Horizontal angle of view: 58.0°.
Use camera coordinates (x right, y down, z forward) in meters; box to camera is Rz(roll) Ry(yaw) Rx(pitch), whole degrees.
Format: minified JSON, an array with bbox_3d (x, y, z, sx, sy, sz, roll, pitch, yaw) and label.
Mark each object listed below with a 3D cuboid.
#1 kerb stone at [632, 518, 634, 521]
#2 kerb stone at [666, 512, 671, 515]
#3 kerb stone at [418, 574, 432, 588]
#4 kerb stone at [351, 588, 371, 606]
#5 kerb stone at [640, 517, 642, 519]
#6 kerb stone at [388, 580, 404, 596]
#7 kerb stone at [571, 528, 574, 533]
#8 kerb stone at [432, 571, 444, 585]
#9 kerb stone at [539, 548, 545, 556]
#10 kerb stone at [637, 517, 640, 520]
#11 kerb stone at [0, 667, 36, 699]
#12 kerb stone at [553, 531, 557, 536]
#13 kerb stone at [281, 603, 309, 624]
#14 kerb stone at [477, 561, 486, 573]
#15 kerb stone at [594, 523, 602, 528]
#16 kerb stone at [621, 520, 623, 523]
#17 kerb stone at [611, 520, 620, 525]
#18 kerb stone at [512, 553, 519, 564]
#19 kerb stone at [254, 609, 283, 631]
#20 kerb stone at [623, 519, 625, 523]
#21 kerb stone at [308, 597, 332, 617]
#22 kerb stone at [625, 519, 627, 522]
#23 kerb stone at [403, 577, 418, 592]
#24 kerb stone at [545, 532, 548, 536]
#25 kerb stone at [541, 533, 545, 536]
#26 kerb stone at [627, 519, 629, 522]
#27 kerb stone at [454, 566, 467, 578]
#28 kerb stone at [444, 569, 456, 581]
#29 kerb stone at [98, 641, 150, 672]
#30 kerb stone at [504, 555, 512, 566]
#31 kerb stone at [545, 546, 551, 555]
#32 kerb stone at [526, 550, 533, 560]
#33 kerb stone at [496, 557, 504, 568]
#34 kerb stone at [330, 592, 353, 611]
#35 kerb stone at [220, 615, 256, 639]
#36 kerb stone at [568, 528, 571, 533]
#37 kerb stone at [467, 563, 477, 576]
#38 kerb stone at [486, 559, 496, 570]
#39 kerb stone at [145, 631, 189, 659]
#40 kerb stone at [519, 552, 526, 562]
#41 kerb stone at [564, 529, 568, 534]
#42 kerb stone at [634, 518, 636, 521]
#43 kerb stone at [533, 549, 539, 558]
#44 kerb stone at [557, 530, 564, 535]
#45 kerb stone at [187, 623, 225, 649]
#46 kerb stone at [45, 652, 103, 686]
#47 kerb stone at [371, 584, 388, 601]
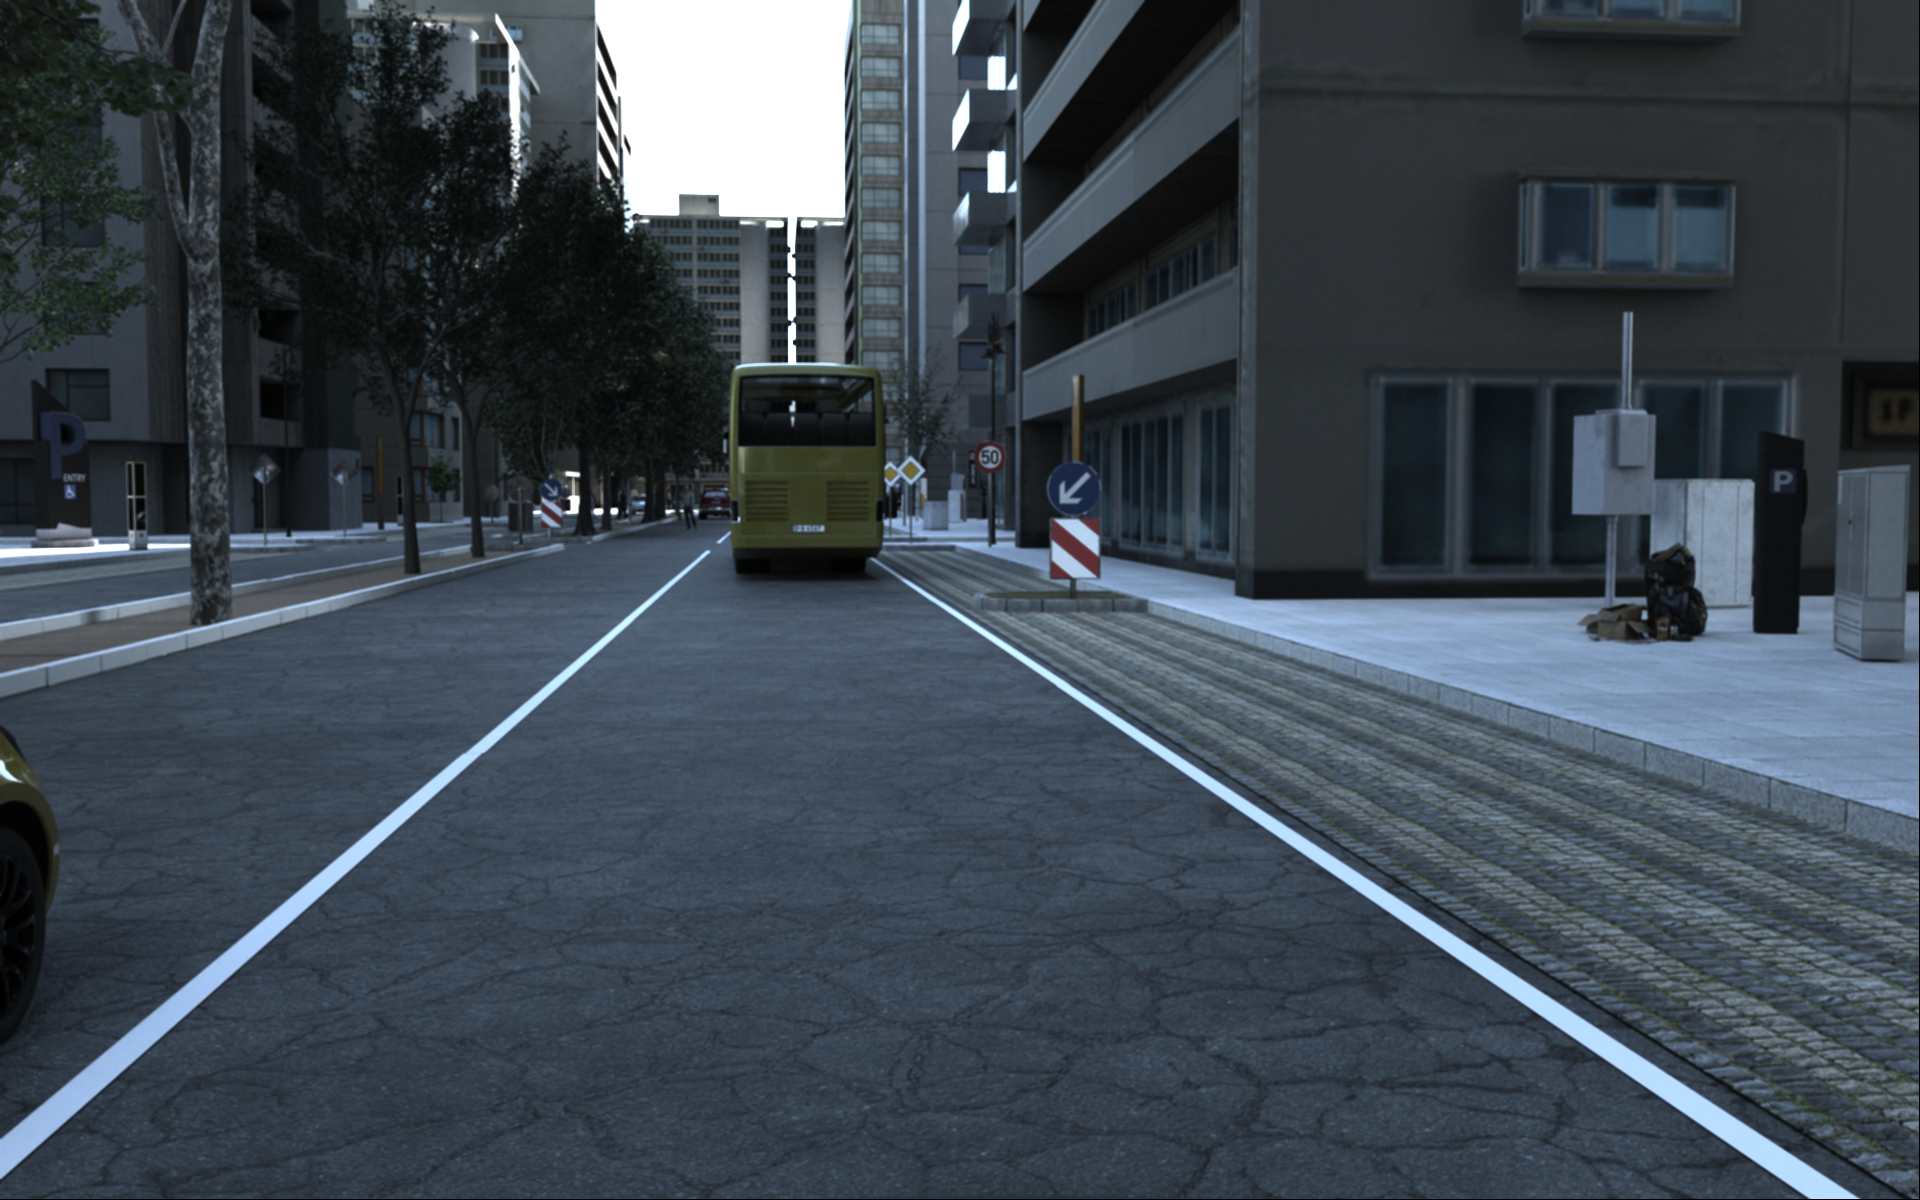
[{"bbox_3d":[-17.224,-4.153,90.189,0.120,0.150,1.000,0,4,-6],"label":"kerb stone"},{"bbox_3d":[-20.925,-6.277,124.832,0.120,0.150,1.000,0,4,-6],"label":"kerb stone"},{"bbox_3d":[-8.321,-0.272,26.636,0.120,0.150,1.000,0,4,-6],"label":"kerb stone"},{"bbox_3d":[-7.889,-0.023,22.570,0.120,0.150,1.000,0,4,-6],"label":"kerb stone"},{"bbox_3d":[-17.760,-4.469,95.286,0.120,0.150,1.000,0,4,-6],"label":"kerb stone"},{"bbox_3d":[-8.099,-0.147,24.604,0.120,0.150,1.000,0,4,-6],"label":"kerb stone"},{"bbox_3d":[-14.389,-2.534,63.682,0.120,0.150,1.000,0,4,-6],"label":"kerb stone"},{"bbox_3d":[-8.432,-0.334,27.656,0.120,0.150,1.000,0,4,-6],"label":"kerb stone"},{"bbox_3d":[-9.731,-1.081,39.868,0.120,0.150,1.000,0,4,-6],"label":"kerb stone"},{"bbox_3d":[-17.657,-4.408,94.267,0.120,0.150,1.000,0,4,-6],"label":"kerb stone"},{"bbox_3d":[-6.802,0.602,12.368,0.120,0.150,1.000,0,4,-6],"label":"kerb stone"},{"bbox_3d":[-13.846,-2.226,58.585,0.120,0.150,1.000,0,4,-6],"label":"kerb stone"},{"bbox_3d":[-7.561,0.164,19.507,0.120,0.150,1.000,0,4,-6],"label":"kerb stone"},{"bbox_3d":[-8.870,-0.581,31.721,0.120,0.150,1.000,0,4,-6],"label":"kerb stone"},{"bbox_3d":[-15.590,-3.220,74.890,0.120,0.150,1.000,0,4,-6],"label":"kerb stone"},{"bbox_3d":[-16.568,-3.783,84.064,0.120,0.150,1.000,0,4,-6],"label":"kerb stone"},{"bbox_3d":[-16.346,-3.655,82.019,0.120,0.150,1.000,0,4,-6],"label":"kerb stone"},{"bbox_3d":[-9.292,-0.831,35.787,0.120,0.150,1.000,0,4,-6],"label":"kerb stone"},{"bbox_3d":[-7.459,0.230,18.488,0.120,0.150,1.000,0,4,-6],"label":"kerb stone"},{"bbox_3d":[-16.674,-3.846,85.080,0.120,0.150,1.000,0,4,-6],"label":"kerb stone"},{"bbox_3d":[-7.666,0.104,20.533,0.120,0.150,1.000,0,4,-6],"label":"kerb stone"},{"bbox_3d":[-16.783,-3.909,86.107,0.120,0.150,1.000,0,4,-6],"label":"kerb stone"},{"bbox_3d":[-8.218,-0.209,25.619,0.120,0.150,1.000,0,4,-6],"label":"kerb stone"},{"bbox_3d":[-13.623,-2.101,56.549,0.120,0.150,1.000,0,4,-6],"label":"kerb stone"},{"bbox_3d":[-13.519,-2.037,55.525,0.120,0.150,1.000,0,4,-6],"label":"kerb stone"},{"bbox_3d":[-16.897,-3.966,87.123,0.120,0.150,1.000,0,4,-6],"label":"kerb stone"},{"bbox_3d":[-8.640,-0.457,29.690,0.120,0.150,1.000,0,4,-6],"label":"kerb stone"},{"bbox_3d":[-8.543,-0.390,28.672,0.120,0.150,1.000,0,4,-6],"label":"kerb stone"},{"bbox_3d":[-7.012,0.480,14.416,0.120,0.150,1.000,0,4,-6],"label":"kerb stone"},{"bbox_3d":[-9.187,-0.768,34.771,0.120,0.150,1.000,0,4,-6],"label":"kerb stone"},{"bbox_3d":[-9.843,-1.143,40.887,0.120,0.150,1.000,0,4,-6],"label":"kerb stone"},{"bbox_3d":[-9.516,-0.956,37.830,0.120,0.150,1.000,0,4,-6],"label":"kerb stone"},{"bbox_3d":[-9.084,-0.707,33.754,0.120,0.150,1.000,0,4,-6],"label":"kerb stone"},{"bbox_3d":[-7.769,0.040,21.551,0.120,0.150,1.000,0,4,-6],"label":"kerb stone"},{"bbox_3d":[-7.343,0.289,17.472,0.120,0.150,1.000,0,4,-6],"label":"kerb stone"},{"bbox_3d":[-14.281,-2.475,62.665,0.120,0.150,1.000,0,4,-6],"label":"kerb stone"},{"bbox_3d":[-8.751,-0.520,30.706,0.120,0.150,1.000,0,4,-6],"label":"kerb stone"},{"bbox_3d":[-8.971,-0.645,32.738,0.120,0.150,1.000,0,4,-6],"label":"kerb stone"},{"bbox_3d":[-7.127,0.418,15.432,0.120,0.150,1.000,0,4,-6],"label":"kerb stone"},{"bbox_3d":[-9.405,-0.894,36.812,0.120,0.150,1.000,0,4,-6],"label":"kerb stone"},{"bbox_3d":[-14.169,-2.410,61.643,0.120,0.150,1.000,0,4,-6],"label":"kerb stone"},{"bbox_3d":[-17.321,-4.221,91.210,0.120,0.150,1.000,0,4,-6],"label":"kerb stone"},{"bbox_3d":[-9.623,-1.015,38.852,0.120,0.150,1.000,0,4,-6],"label":"kerb stone"},{"bbox_3d":[-14.064,-2.351,60.626,0.120,0.150,1.000,0,4,-6],"label":"kerb stone"},{"bbox_3d":[-7.234,0.354,16.455,0.120,0.150,1.000,0,4,-6],"label":"kerb stone"},{"bbox_3d":[-6.905,0.541,13.400,0.120,0.150,1.000,0,4,-6],"label":"kerb stone"},{"bbox_3d":[-7.993,-0.085,23.587,0.120,0.150,1.000,0,4,-6],"label":"kerb stone"}]
